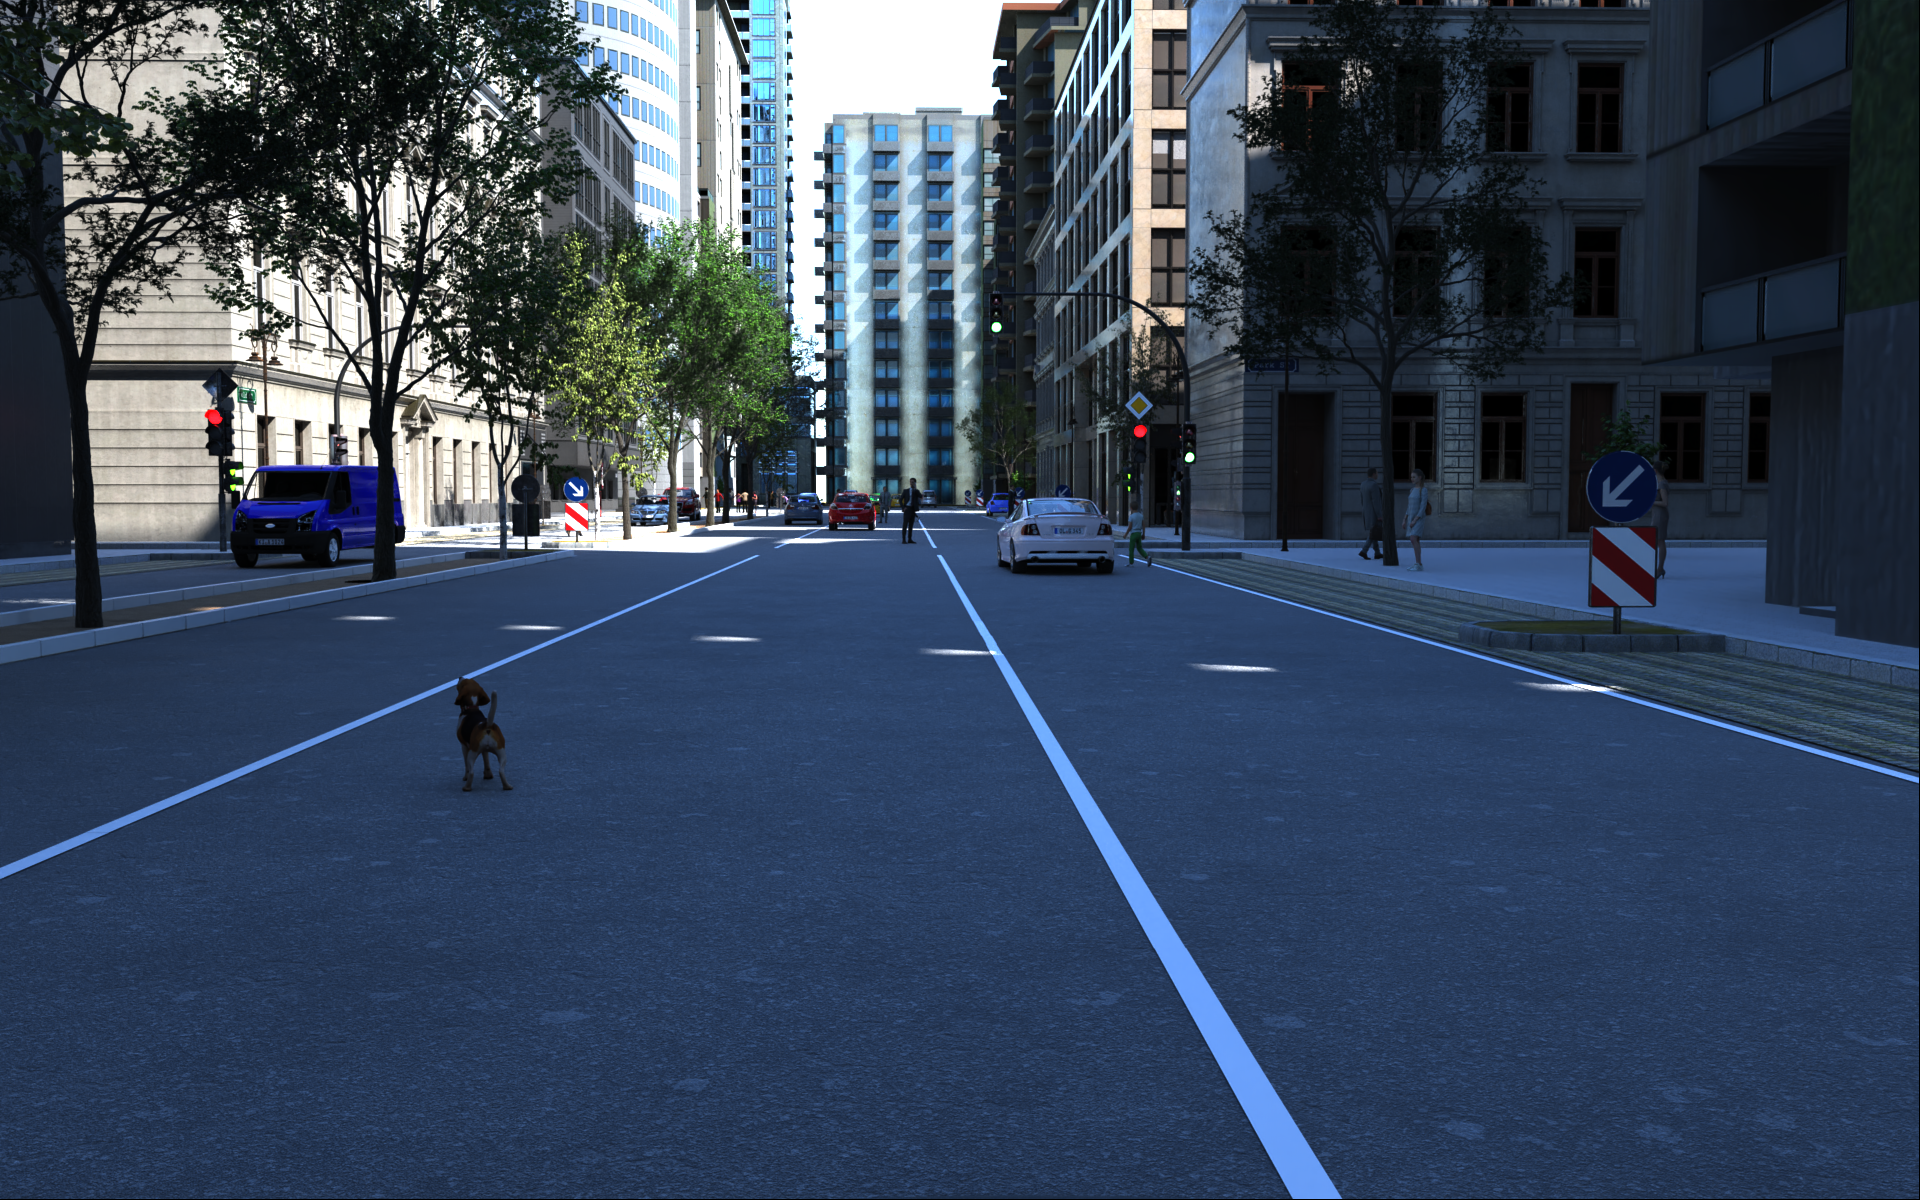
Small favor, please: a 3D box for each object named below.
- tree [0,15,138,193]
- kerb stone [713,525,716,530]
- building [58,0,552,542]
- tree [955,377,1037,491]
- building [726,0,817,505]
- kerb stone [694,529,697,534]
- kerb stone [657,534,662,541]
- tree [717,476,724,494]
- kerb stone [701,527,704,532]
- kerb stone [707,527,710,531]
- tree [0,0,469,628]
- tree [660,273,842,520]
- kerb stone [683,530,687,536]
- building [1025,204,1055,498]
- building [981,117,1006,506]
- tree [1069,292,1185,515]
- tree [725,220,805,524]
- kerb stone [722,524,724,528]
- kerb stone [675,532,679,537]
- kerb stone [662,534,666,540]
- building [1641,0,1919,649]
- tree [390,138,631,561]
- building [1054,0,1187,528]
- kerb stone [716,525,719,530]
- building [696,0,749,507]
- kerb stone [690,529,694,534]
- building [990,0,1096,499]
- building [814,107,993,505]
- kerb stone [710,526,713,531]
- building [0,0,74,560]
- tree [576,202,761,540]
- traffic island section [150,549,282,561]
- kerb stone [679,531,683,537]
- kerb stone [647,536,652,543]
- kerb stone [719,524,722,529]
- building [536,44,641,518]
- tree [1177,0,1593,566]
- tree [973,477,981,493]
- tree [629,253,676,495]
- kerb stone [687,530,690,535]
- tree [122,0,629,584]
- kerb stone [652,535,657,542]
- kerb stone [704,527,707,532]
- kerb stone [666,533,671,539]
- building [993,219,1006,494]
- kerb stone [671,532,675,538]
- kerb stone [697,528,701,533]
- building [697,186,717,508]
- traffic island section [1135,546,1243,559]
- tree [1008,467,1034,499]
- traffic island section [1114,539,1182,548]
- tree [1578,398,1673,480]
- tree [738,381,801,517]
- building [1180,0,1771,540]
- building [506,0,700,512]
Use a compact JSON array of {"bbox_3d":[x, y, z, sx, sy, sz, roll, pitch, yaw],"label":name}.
[{"bbox_3d":[-8.997,-5.523,10.882,7.486,12.596,7.792,0,3,0],"label":"tree"},{"bbox_3d":[-9.849,-2.821,68.438,0.120,0.150,1.000,0,4,-2],"label":"kerb stone"},{"bbox_3d":[-28.167,-17.781,67.132,17.030,29.872,44.131,0,4,-2],"label":"building"},{"bbox_3d":[3.967,-12.384,136.891,8.767,10.594,7.601,0,4,-7],"label":"tree"},{"bbox_3d":[-33.720,-55.165,214.621,31.000,86.520,22.319,0,4,-2],"label":"building"},{"bbox_3d":[-9.653,-2.449,62.289,0.120,0.150,1.000,0,4,-2],"label":"kerb stone"},{"bbox_3d":[-9.355,-1.889,53.079,0.120,0.150,1.000,0,4,-2],"label":"kerb stone"},{"bbox_3d":[-23.251,-10.626,168.339,1.663,3.219,1.824,0,3,0],"label":"tree"},{"bbox_3d":[-9.724,-2.578,64.337,0.120,0.150,1.000,0,4,-2],"label":"kerb stone"},{"bbox_3d":[-9.791,-2.703,66.388,0.120,0.150,1.000,0,4,-2],"label":"kerb stone"},{"bbox_3d":[-9.307,-4.997,18.566,8.767,10.594,7.601,0,4,-2],"label":"tree"},{"bbox_3d":[-11.501,-11.125,94.724,12.009,13.543,11.850,0,3,0],"label":"tree"},{"bbox_3d":[-9.552,-2.251,59.219,0.120,0.150,1.000,0,4,-2],"label":"kerb stone"},{"bbox_3d":[10.721,-16.855,111.739,11.583,22.565,21.152,0,4,-2],"label":"building"},{"bbox_3d":[9.252,-31.039,191.088,14.154,41.232,14.086,0,4,-2],"label":"building"},{"bbox_3d":[6.358,-6.874,62.755,4.360,8.622,3.978,0,3,0],"label":"tree"},{"bbox_3d":[-10.501,-8.272,63.457,9.928,11.665,9.643,0,3,0],"label":"tree"},{"bbox_3d":[-9.958,-3.016,71.503,0.120,0.150,1.000,0,4,-2],"label":"kerb stone"},{"bbox_3d":[-9.489,-2.139,57.173,0.120,0.150,1.000,0,4,-2],"label":"kerb stone"},{"bbox_3d":[-9.390,-1.946,54.101,0.120,0.150,1.000,0,4,-2],"label":"kerb stone"},{"bbox_3d":[14.881,-20.352,16.343,14.154,41.232,14.086,0,4,-2],"label":"building"},{"bbox_3d":[-9.388,-5.046,35.320,4.737,8.622,4.395,0,3,0],"label":"tree"},{"bbox_3d":[15.578,-17.018,82.766,19.350,26.468,34.151,0,4,-2],"label":"building"},{"bbox_3d":[-9.889,-2.891,69.459,0.120,0.150,1.000,0,4,-2],"label":"kerb stone"},{"bbox_3d":[-37.128,-36.264,182.150,27.495,52.752,28.713,0,4,-2],"label":"building"},{"bbox_3d":[-9.624,-2.389,61.262,0.120,0.150,1.000,0,4,-2],"label":"kerb stone"},{"bbox_3d":[14.139,-30.629,155.415,22.147,44.769,28.867,0,4,-2],"label":"building"},{"bbox_3d":[-2.750,-36.551,217.212,30.456,49.044,23.786,0,4,-2],"label":"building"},{"bbox_3d":[-9.825,-2.764,67.415,0.120,0.150,1.000,0,4,-2],"label":"kerb stone"},{"bbox_3d":[-30.582,-14.480,30.253,24.014,27.812,14.314,0,4,-2],"label":"building"},{"bbox_3d":[-10.330,-7.158,53.899,8.767,10.594,7.601,0,4,-2],"label":"tree"},{"bbox_3d":[-16.480,-1.004,38.704,2.009,0.180,2.903,0,4,-2],"label":"traffic island section"},{"bbox_3d":[-9.520,-2.202,58.195,0.120,0.150,1.000,0,4,-2],"label":"kerb stone"},{"bbox_3d":[-9.292,-1.764,51.036,0.120,0.150,1.000,0,4,-2],"label":"kerb stone"},{"bbox_3d":[-9.922,-2.953,70.481,0.120,0.150,1.000,0,4,-2],"label":"kerb stone"},{"bbox_3d":[-27.618,-18.822,101.240,14.314,27.812,24.014,0,4,-2],"label":"building"},{"bbox_3d":[7.390,-5.895,30.790,7.601,10.594,8.767,0,3,0],"label":"tree"},{"bbox_3d":[2.295,-12.582,200.318,1.663,3.219,1.824,0,3,0],"label":"tree"},{"bbox_3d":[-10.039,-5.804,47.707,4.737,8.622,4.395,0,3,0],"label":"tree"},{"bbox_3d":[-9.594,-2.327,60.240,0.120,0.150,1.000,0,4,-2],"label":"kerb stone"},{"bbox_3d":[-9.147,-6.066,27.391,9.928,11.665,9.643,0,3,0],"label":"tree"},{"bbox_3d":[-9.318,-1.824,52.058,0.120,0.150,1.000,0,4,-2],"label":"kerb stone"},{"bbox_3d":[-9.754,-2.640,65.361,0.120,0.150,1.000,0,4,-2],"label":"kerb stone"},{"bbox_3d":[-9.422,-2.014,55.123,0.120,0.150,1.000,0,4,-2],"label":"kerb stone"},{"bbox_3d":[10.338,-24.800,177.187,14.160,30.474,14.107,0,4,-2],"label":"building"},{"bbox_3d":[-9.457,-2.076,56.144,0.120,0.150,1.000,0,4,-2],"label":"kerb stone"},{"bbox_3d":[-9.690,-2.515,63.310,0.120,0.150,1.000,0,4,-2],"label":"kerb stone"},{"bbox_3d":[-29.877,-23.548,156.712,14.160,30.474,14.107,0,4,-2],"label":"building"},{"bbox_3d":[5.151,-1.047,39.399,2.009,0.180,2.903,0,4,-2],"label":"traffic island section"},{"bbox_3d":[4.170,-8.283,130.024,1.663,3.219,1.824,0,3,0],"label":"tree"},{"bbox_3d":[4.891,-1.535,47.380,2.009,0.180,2.903,0,4,-2],"label":"traffic island section"},{"bbox_3d":[13.462,-2.475,35.063,1.663,3.219,1.824,0,3,0],"label":"tree"},{"bbox_3d":[-11.642,-9.277,104.494,4.737,8.622,4.395,0,3,0],"label":"tree"},{"bbox_3d":[17.459,-13.241,52.652,21.152,22.565,11.583,0,4,-2],"label":"building"},{"bbox_3d":[-32.644,-36.247,134.635,21.231,58.520,28.212,0,4,-2],"label":"building"}]
